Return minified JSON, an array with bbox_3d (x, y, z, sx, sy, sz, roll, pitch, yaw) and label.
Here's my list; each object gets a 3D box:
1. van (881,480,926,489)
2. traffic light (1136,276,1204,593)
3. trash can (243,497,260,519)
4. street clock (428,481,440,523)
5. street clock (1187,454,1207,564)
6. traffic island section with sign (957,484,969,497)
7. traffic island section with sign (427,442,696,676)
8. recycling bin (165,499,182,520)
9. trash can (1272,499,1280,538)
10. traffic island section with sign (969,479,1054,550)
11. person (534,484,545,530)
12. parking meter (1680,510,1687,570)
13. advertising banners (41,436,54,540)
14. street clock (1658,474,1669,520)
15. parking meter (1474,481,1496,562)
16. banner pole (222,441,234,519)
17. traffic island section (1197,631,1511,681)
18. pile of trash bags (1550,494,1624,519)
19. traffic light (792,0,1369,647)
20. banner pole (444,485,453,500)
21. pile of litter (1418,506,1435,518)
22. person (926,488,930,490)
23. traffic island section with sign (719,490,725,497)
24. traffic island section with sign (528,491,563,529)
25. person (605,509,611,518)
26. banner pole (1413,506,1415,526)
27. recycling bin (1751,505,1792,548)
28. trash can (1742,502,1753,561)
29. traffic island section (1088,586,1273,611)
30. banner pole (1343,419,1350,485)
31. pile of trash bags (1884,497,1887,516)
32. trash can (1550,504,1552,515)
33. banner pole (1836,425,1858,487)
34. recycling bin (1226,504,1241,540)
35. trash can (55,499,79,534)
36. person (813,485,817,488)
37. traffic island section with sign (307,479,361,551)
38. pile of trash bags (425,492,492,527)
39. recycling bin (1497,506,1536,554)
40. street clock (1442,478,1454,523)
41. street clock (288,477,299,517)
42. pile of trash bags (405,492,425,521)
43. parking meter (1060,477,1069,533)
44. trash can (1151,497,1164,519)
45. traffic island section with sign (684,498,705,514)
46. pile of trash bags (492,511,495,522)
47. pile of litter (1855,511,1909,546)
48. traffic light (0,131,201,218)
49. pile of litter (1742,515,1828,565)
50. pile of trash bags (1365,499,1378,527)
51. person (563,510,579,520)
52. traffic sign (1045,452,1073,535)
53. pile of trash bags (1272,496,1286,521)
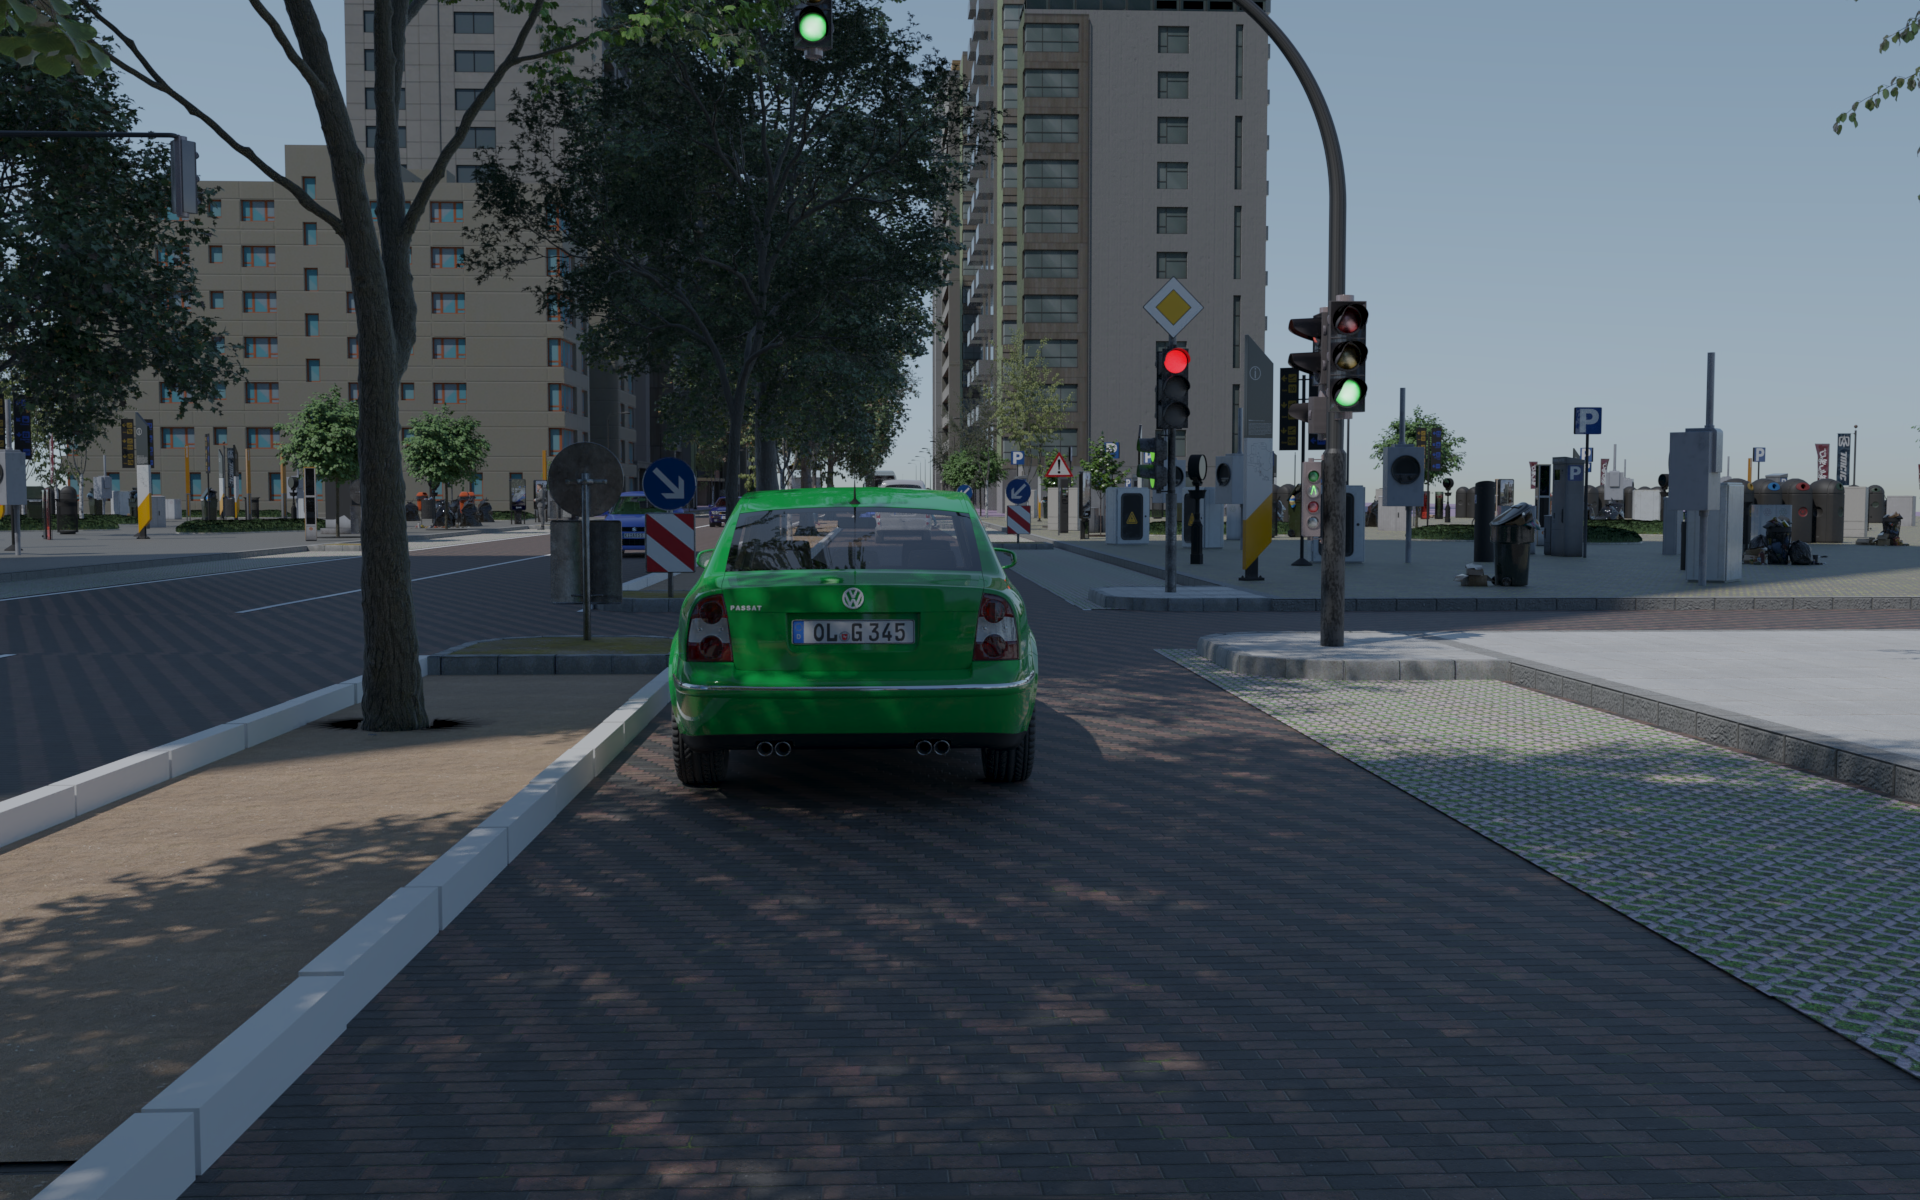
[{"bbox_3d":[-1.703,-2.726,51.575,2.013,2.044,4.112,0,4,-2],"label":"van"},{"bbox_3d":[2.735,-2.055,22.524,0.839,4.253,0.868,0,4,-3],"label":"traffic light"},{"bbox_3d":[-32.739,-4.186,80.094,0.748,1.137,0.748,0,3,0],"label":"trash can"},{"bbox_3d":[-23.046,-4.365,75.936,0.471,2.002,0.358,0,4,5],"label":"street clock"},{"bbox_3d":[4.338,-1.658,31.684,0.358,2.002,0.471,2,4,26],"label":"street clock"},{"bbox_3d":[0.054,-3.891,72.242,1.989,1.847,2.006,0,4,-3],"label":"traffic island section with sign"},{"bbox_3d":[-3.257,-0.395,14.596,2.006,1.907,1.989,0,4,-3],"label":"traffic island section with sign"},{"bbox_3d":[-39.792,-4.578,87.409,0.722,1.027,0.722,0,4,3],"label":"recycling bin"},{"bbox_3d":[8.986,-2.386,50.667,0.748,1.137,0.748,0,3,0],"label":"trash can"},{"bbox_3d":[1.362,-2.244,45.319,1.989,1.847,2.006,0,4,-3],"label":"traffic island section with sign"},{"bbox_3d":[-16.717,-3.703,68.852,0.447,1.846,0.655,-1,4,-9],"label":"person"},{"bbox_3d":[12.367,-1.272,29.210,0.372,1.533,0.369,0,3,0],"label":"parking meter"},{"bbox_3d":[-25.539,-3.198,48.480,0.090,3.025,2.074,-3,4,-36],"label":"advertising banners"},{"bbox_3d":[25.043,-3.487,61.579,0.358,2.002,0.471,-1,4,-15],"label":"street clock"},{"bbox_3d":[9.917,-1.488,32.738,0.372,1.533,0.369,0,3,0],"label":"parking meter"},{"bbox_3d":[-34.748,-5.645,82.320,0.401,3.779,0.863,2,4,28],"label":"banner pole"},{"bbox_3d":[3.159,0.466,14.664,2.009,0.180,2.903,0,4,-3],"label":"traffic island section"},{"bbox_3d":[22.195,-3.202,62.102,1.912,1.369,3.447,-3,5,-40],"label":"pile of trash bags"},{"bbox_3d":[1.033,-2.424,14.307,4.771,5.953,1.251,0,4,-3],"label":"traffic light"},{"bbox_3d":[-24.092,-5.607,81.684,0.401,3.779,0.863,1,4,14],"label":"banner pole"},{"bbox_3d":[25.294,-4.903,94.134,1.176,0.858,1.719,1,4,14],"label":"pile of litter"},{"bbox_3d":[-1.378,-4.199,77.988,0.563,1.720,0.643,-3,5,-44],"label":"person"},{"bbox_3d":[-20.283,-8.559,148.569,1.989,1.847,2.006,0,4,-3],"label":"traffic island section with sign"},{"bbox_3d":[-16.577,-3.825,71.173,1.989,1.847,2.006,0,4,-3],"label":"traffic island section with sign"},{"bbox_3d":[-16.485,-4.461,81.613,0.709,1.800,0.728,2,4,33],"label":"person"},{"bbox_3d":[17.879,-4.824,68.883,0.401,3.779,0.863,-3,5,-39],"label":"banner pole"},{"bbox_3d":[18.982,-1.711,40.533,0.722,1.027,0.722,1,4,10],"label":"recycling bin"},{"bbox_3d":[14.791,-1.318,33.211,0.748,1.137,0.748,0,3,0],"label":"trash can"},{"bbox_3d":[2.776,-0.022,22.640,2.009,0.180,2.903,0,4,-3],"label":"traffic island section"},{"bbox_3d":[10.353,-3.482,46.955,0.863,3.779,0.401,-2,4,-35],"label":"banner pole"},{"bbox_3d":[43.849,-4.490,83.166,1.912,1.369,3.447,2,4,32],"label":"pile of trash bags"},{"bbox_3d":[23.724,-3.487,68.660,0.748,1.137,0.748,0,3,0],"label":"trash can"},{"bbox_3d":[32.107,-4.442,62.645,0.863,3.779,0.401,0,4,5],"label":"banner pole"},{"bbox_3d":[7.844,-2.197,48.477,0.722,1.027,0.722,1,4,13],"label":"recycling bin"},{"bbox_3d":[-28.458,-2.664,55.214,0.748,1.137,0.748,0,3,0],"label":"trash can"},{"bbox_3d":[-6.557,-4.266,78.259,0.555,1.821,0.388,-1,4,-22],"label":"person"},{"bbox_3d":[-15.269,-2.159,43.927,1.989,1.847,2.006,0,4,-3],"label":"traffic island section with sign"},{"bbox_3d":[-20.011,-3.637,69.215,1.912,1.369,3.447,-1,4,-8],"label":"pile of trash bags"},{"bbox_3d":[11.951,-1.508,37.216,0.722,1.027,0.722,1,4,10],"label":"recycling bin"},{"bbox_3d":[21.905,-4.476,77.745,0.358,2.002,0.471,-3,4,-37],"label":"street clock"},{"bbox_3d":[-27.882,-4.153,72.473,0.471,2.002,0.358,3,4,39],"label":"street clock"},{"bbox_3d":[-26.536,-4.452,82.549,1.912,1.369,3.447,1,4,20],"label":"pile of trash bags"},{"bbox_3d":[3.390,-3.117,56.682,0.255,1.863,0.399,-1,4,-12],"label":"parking meter"},{"bbox_3d":[10.252,-4.777,89.756,0.748,1.137,0.748,0,3,0],"label":"trash can"},{"bbox_3d":[-18.996,-6.912,121.645,1.989,1.847,2.006,0,4,-3],"label":"traffic island section with sign"},{"bbox_3d":[-22.403,-4.262,79.441,1.912,1.369,3.447,-1,4,-18],"label":"pile of trash bags"},{"bbox_3d":[23.059,-1.795,43.312,1.176,0.858,1.719,1,4,20],"label":"pile of litter"},{"bbox_3d":[-12.071,-2.885,21.834,4.771,5.953,1.251,0,4,-3],"label":"traffic light"},{"bbox_3d":[14.902,-1.086,31.721,1.719,0.858,1.176,2,4,31],"label":"pile of litter"},{"bbox_3d":[15.855,-3.597,68.570,1.912,1.369,3.447,0,4,7],"label":"pile of trash bags"},{"bbox_3d":[-9.698,-2.123,43.401,0.537,1.800,0.526,-2,4,-27],"label":"person"},{"bbox_3d":[3.070,-3.285,53.719,0.884,2.594,0.081,0,4,0],"label":"traffic sign"},{"bbox_3d":[11.338,-3.195,61.992,3.447,1.369,1.912,2,4,28],"label":"pile of trash bags"}]
